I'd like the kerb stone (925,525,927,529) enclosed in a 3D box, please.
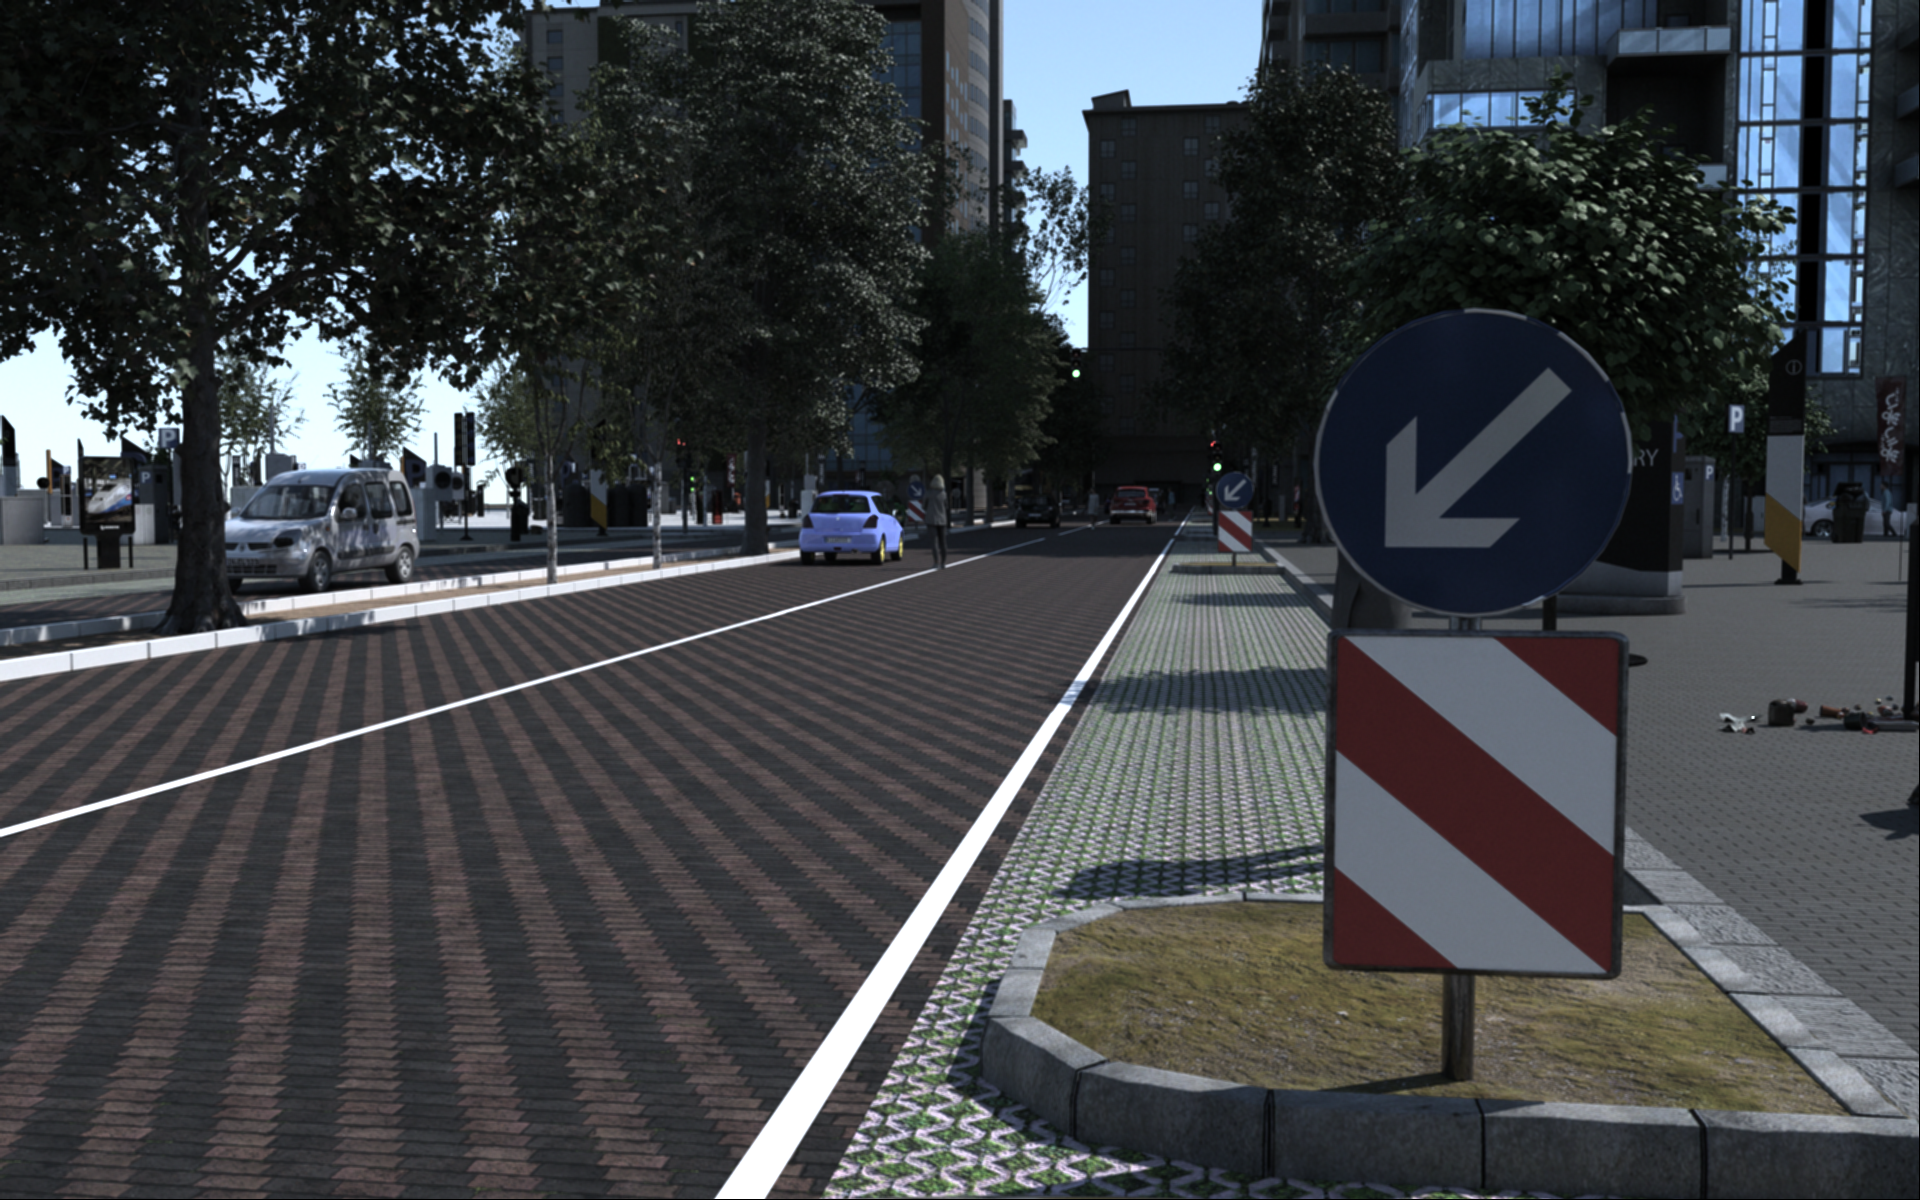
[{"bbox_3d":[-1.486,-2.932,70.187,0.120,0.150,1.000,0,4,8],"label":"kerb stone"}]

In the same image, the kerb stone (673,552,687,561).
[{"bbox_3d":[-6.113,-0.917,37.181,0.120,0.150,1.000,0,4,8],"label":"kerb stone"}]

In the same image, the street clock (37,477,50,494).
[{"bbox_3d":[-39.298,-4.264,74.283,0.471,2.002,0.358,-2,4,-35],"label":"street clock"}]

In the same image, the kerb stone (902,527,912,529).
[{"bbox_3d":[-2.052,-2.686,66.106,0.120,0.150,1.000,0,4,8],"label":"kerb stone"}]

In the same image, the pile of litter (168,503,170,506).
[{"bbox_3d":[-43.678,-4.968,95.189,1.719,0.858,1.176,-1,4,-15],"label":"pile of litter"}]

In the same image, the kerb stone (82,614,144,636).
[{"bbox_3d":[-8.807,0.268,17.867,0.120,0.150,1.000,0,4,8],"label":"kerb stone"}]

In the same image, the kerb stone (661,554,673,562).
[{"bbox_3d":[-6.248,-0.853,36.165,0.120,0.150,1.000,0,4,8],"label":"kerb stone"}]

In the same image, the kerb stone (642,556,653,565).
[{"bbox_3d":[-6.393,-0.787,35.153,0.120,0.150,1.000,0,4,8],"label":"kerb stone"}]

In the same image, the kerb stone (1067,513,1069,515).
[{"bbox_3d":[6.977,-5.707,115.505,0.120,0.150,1.000,0,4,8],"label":"kerb stone"}]

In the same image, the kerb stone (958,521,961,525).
[{"bbox_3d":[-0.207,-3.493,79.303,0.120,0.150,1.000,0,4,8],"label":"kerb stone"}]

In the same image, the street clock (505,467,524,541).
[{"bbox_3d":[-12.114,-2.604,47.141,0.358,2.002,0.471,3,4,37],"label":"street clock"}]

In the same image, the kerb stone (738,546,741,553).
[{"bbox_3d":[-5.391,-1.219,42.252,0.120,0.150,1.000,0,4,8],"label":"kerb stone"}]

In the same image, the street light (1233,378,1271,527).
[{"bbox_3d":[11.438,-5.811,67.556,1.470,5.913,1.316,0,4,8],"label":"street light"}]

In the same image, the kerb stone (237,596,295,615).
[{"bbox_3d":[-8.380,0.079,20.927,0.120,0.150,1.000,0,4,8],"label":"kerb stone"}]

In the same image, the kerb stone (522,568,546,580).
[{"bbox_3d":[-7.239,-0.419,29.046,0.120,0.150,1.000,0,4,8],"label":"kerb stone"}]

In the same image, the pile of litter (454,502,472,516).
[{"bbox_3d":[-28.718,-5.252,99.838,1.176,0.858,1.719,-1,4,-20],"label":"pile of litter"}]

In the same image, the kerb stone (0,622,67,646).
[{"bbox_3d":[-8.951,0.327,16.853,0.120,0.150,1.000,0,4,8],"label":"kerb stone"}]

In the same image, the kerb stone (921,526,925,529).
[{"bbox_3d":[-1.625,-2.873,69.172,0.120,0.150,1.000,0,4,8],"label":"kerb stone"}]

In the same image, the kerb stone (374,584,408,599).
[{"bbox_3d":[-7.954,-0.106,23.963,0.120,0.150,1.000,0,4,8],"label":"kerb stone"}]

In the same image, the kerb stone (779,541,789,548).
[{"bbox_3d":[-4.826,-1.475,46.310,0.120,0.150,1.000,0,4,8],"label":"kerb stone"}]

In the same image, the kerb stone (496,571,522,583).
[{"bbox_3d":[-7.389,-0.357,28.028,0.120,0.150,1.000,0,4,8],"label":"kerb stone"}]

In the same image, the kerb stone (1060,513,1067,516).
[{"bbox_3d":[6.837,-5.645,114.493,0.120,0.150,1.000,0,4,8],"label":"kerb stone"}]

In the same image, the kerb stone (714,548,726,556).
[{"bbox_3d":[-5.679,-1.103,40.228,0.120,0.150,1.000,0,4,8],"label":"kerb stone"}]

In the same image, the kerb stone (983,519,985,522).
[{"bbox_3d":[1.066,-4.051,88.424,0.120,0.150,1.000,0,4,8],"label":"kerb stone"}]

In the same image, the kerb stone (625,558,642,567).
[{"bbox_3d":[-6.537,-0.730,34.137,0.120,0.150,1.000,0,4,8],"label":"kerb stone"}]

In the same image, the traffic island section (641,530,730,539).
[{"bbox_3d":[-8.884,-2.054,55.870,2.009,0.180,2.903,0,4,8],"label":"traffic island section"}]

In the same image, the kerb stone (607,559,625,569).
[{"bbox_3d":[-6.671,-0.665,33.116,0.120,0.150,1.000,0,4,8],"label":"kerb stone"}]

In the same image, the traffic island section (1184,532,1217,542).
[{"bbox_3d":[7.943,-1.911,53.518,2.009,0.180,2.903,0,4,8],"label":"traffic island section"}]

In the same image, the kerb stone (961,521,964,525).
[{"bbox_3d":[-0.061,-3.546,80.317,0.120,0.150,1.000,0,4,8],"label":"kerb stone"}]

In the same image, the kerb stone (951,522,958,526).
[{"bbox_3d":[-0.351,-3.428,78.289,0.120,0.150,1.000,0,4,8],"label":"kerb stone"}]

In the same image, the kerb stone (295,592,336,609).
[{"bbox_3d":[-8.239,0.016,21.939,0.120,0.150,1.000,0,4,8],"label":"kerb stone"}]

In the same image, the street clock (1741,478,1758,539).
[{"bbox_3d":[22.740,-2.770,49.861,0.358,2.002,0.471,-3,5,-43],"label":"street clock"}]

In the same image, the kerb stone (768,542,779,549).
[{"bbox_3d":[-4.974,-1.413,45.297,0.120,0.150,1.000,0,4,8],"label":"kerb stone"}]

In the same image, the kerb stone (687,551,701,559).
[{"bbox_3d":[-5.966,-0.976,38.199,0.120,0.150,1.000,0,4,8],"label":"kerb stone"}]

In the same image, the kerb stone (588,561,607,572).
[{"bbox_3d":[-6.822,-0.605,32.086,0.120,0.150,1.000,0,4,8],"label":"kerb stone"}]

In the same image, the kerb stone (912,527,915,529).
[{"bbox_3d":[-1.913,-2.747,67.135,0.120,0.150,1.000,0,4,8],"label":"kerb stone"}]

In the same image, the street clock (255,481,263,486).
[{"bbox_3d":[-40.275,-5.810,99.570,0.358,2.002,0.471,1,4,9],"label":"street clock"}]

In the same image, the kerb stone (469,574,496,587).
[{"bbox_3d":[-7.533,-0.294,27.002,0.120,0.150,1.000,0,4,8],"label":"kerb stone"}]

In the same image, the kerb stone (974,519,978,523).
[{"bbox_3d":[0.643,-3.861,85.386,0.120,0.150,1.000,0,4,8],"label":"kerb stone"}]

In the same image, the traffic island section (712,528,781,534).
[{"bbox_3d":[-7.777,-2.538,63.778,2.009,0.180,2.903,0,4,8],"label":"traffic island section"}]

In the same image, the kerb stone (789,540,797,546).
[{"bbox_3d":[-4.686,-1.537,47.328,0.120,0.150,1.000,0,4,8],"label":"kerb stone"}]

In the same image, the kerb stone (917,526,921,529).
[{"bbox_3d":[-1.771,-2.808,68.158,0.120,0.150,1.000,0,4,8],"label":"kerb stone"}]

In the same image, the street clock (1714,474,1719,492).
[{"bbox_3d":[18.749,-2.380,43.477,0.471,2.002,0.358,-1,4,-9],"label":"street clock"}]

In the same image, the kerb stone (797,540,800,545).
[{"bbox_3d":[-4.542,-1.598,48.344,0.120,0.150,1.000,0,4,8],"label":"kerb stone"}]

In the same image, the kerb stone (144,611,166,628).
[{"bbox_3d":[-8.667,0.202,18.886,0.120,0.150,1.000,0,4,8],"label":"kerb stone"}]

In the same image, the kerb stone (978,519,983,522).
[{"bbox_3d":[0.926,-3.987,87.411,0.120,0.150,1.000,0,4,8],"label":"kerb stone"}]

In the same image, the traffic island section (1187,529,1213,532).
[{"bbox_3d":[9.050,-2.394,61.426,2.009,0.180,2.903,0,4,8],"label":"traffic island section"}]

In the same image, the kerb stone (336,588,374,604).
[{"bbox_3d":[-8.099,-0.046,22.951,0.120,0.150,1.000,0,4,8],"label":"kerb stone"}]

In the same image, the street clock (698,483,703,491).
[{"bbox_3d":[-17.347,-6.797,115.701,0.358,2.002,0.471,-2,4,-28],"label":"street clock"}]

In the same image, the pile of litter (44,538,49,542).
[{"bbox_3d":[-24.994,-1.960,46.007,1.719,0.858,1.176,3,4,37],"label":"pile of litter"}]

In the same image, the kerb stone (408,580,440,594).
[{"bbox_3d":[-7.815,-0.170,24.978,0.120,0.150,1.000,0,4,8],"label":"kerb stone"}]

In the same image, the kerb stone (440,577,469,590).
[{"bbox_3d":[-7.674,-0.232,25.990,0.120,0.150,1.000,0,4,8],"label":"kerb stone"}]

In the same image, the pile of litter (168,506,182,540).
[{"bbox_3d":[-22.495,-2.151,49.133,1.719,0.858,1.176,3,5,42],"label":"pile of litter"}]

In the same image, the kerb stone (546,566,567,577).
[{"bbox_3d":[-7.100,-0.481,30.058,0.120,0.150,1.000,0,4,8],"label":"kerb stone"}]

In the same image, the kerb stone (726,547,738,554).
[{"bbox_3d":[-5.541,-1.164,41.240,0.120,0.150,1.000,0,4,8],"label":"kerb stone"}]

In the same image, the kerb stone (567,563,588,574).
[{"bbox_3d":[-6.955,-0.543,31.070,0.120,0.150,1.000,0,4,8],"label":"kerb stone"}]

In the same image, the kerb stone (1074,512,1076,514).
[{"bbox_3d":[7.840,-6.079,121.596,0.120,0.150,1.000,0,4,8],"label":"kerb stone"}]

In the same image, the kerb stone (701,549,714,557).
[{"bbox_3d":[-5.821,-1.041,39.213,0.120,0.150,1.000,0,4,8],"label":"kerb stone"}]
